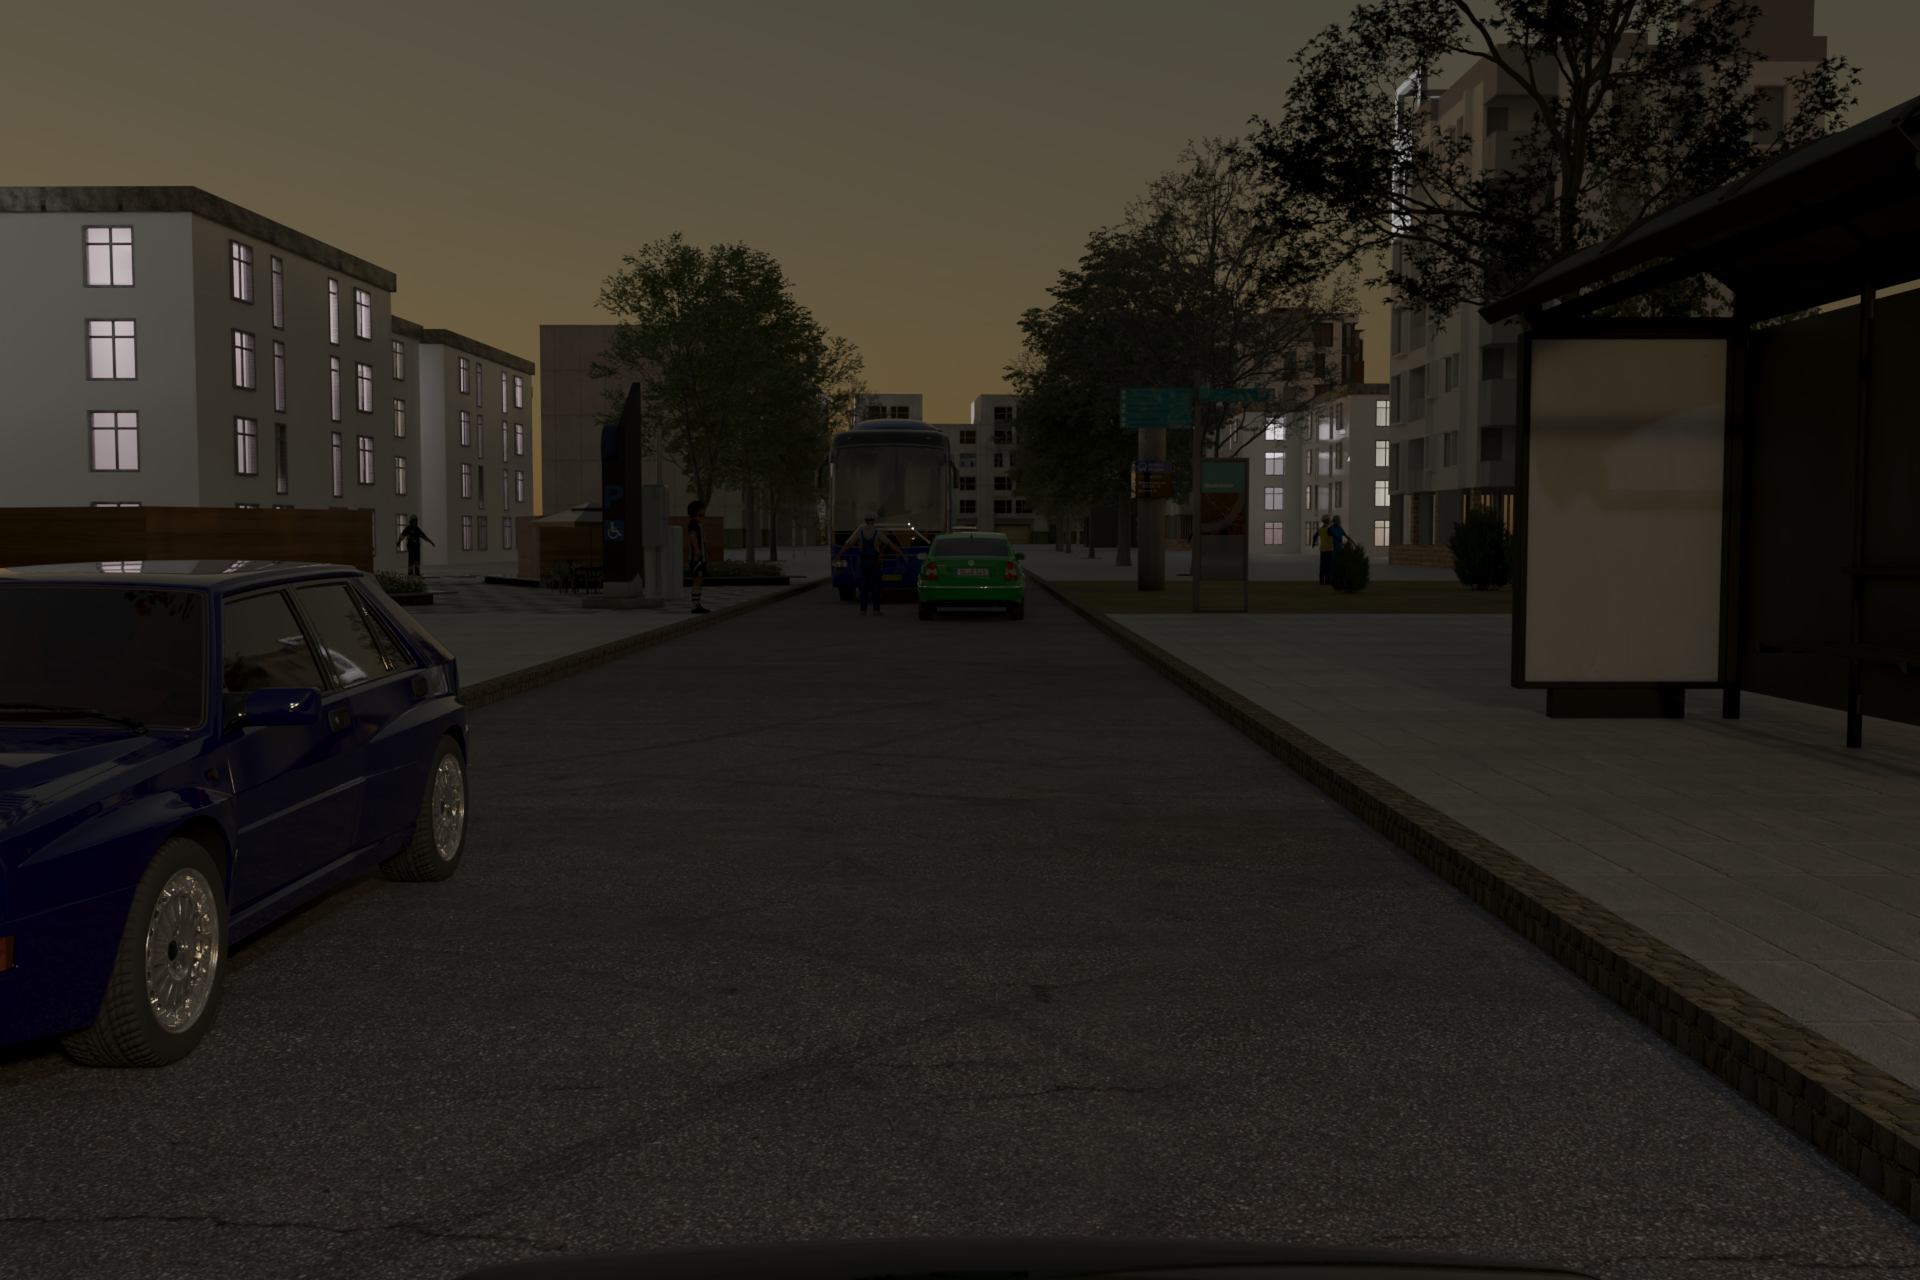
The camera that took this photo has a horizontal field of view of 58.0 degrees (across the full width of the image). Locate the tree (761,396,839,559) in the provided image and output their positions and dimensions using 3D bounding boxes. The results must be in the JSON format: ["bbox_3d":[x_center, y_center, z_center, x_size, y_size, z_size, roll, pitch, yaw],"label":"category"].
[{"bbox_3d":[-8.395,-8.521,89.684,4.737,8.622,4.395,0,3,0],"label":"tree"}]

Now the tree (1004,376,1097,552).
[{"bbox_3d":[7.026,-12.507,122.616,7.486,12.596,7.792,0,3,0],"label":"tree"}]

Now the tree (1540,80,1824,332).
[{"bbox_3d":[11.729,-4.767,28.311,4.737,8.622,4.395,0,3,0],"label":"tree"}]

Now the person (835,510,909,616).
[{"bbox_3d":[-1.574,-1.356,30.490,1.347,1.847,0.705,1,4,10],"label":"person"}]

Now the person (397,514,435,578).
[{"bbox_3d":[-15.937,-2.741,50.602,0.705,1.856,1.354,2,4,32],"label":"person"}]

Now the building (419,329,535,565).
[{"bbox_3d":[-25.358,-8.741,85.060,9.099,9.664,28.070,0,4,1],"label":"building"}]

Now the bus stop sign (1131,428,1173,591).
[{"bbox_3d":[4.342,-3.070,39.218,0.837,3.901,0.837,0,4,-1],"label":"bus stop sign"}]

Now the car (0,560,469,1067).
[{"bbox_3d":[-2.958,0.410,5.876,1.945,1.354,3.894,0,4,0],"label":"car"}]

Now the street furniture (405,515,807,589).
[{"bbox_3d":[-7.607,-2.266,43.898,11.010,1.723,9.812,-2,4,-30],"label":"street furniture"}]

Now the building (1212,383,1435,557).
[{"bbox_3d":[22.433,-10.300,110.551,9.099,9.664,28.070,0,4,0],"label":"building"}]

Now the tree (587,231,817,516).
[{"bbox_3d":[-8.707,-8.137,58.792,9.928,11.665,9.643,0,3,0],"label":"tree"}]

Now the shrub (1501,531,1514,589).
[{"bbox_3d":[11.036,-1.725,32.624,1.690,2.028,1.600,0,3,0],"label":"shrub"}]

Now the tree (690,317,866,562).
[{"bbox_3d":[-8.608,-9.499,81.071,9.928,11.665,9.643,0,3,0],"label":"tree"}]

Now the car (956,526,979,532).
[{"bbox_3d":[0.164,-4.770,86.663,2.281,1.827,5.304,0,4,-1],"label":"car"}]

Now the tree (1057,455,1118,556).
[{"bbox_3d":[6.622,-9.176,100.390,4.360,8.622,3.978,0,3,0],"label":"tree"}]

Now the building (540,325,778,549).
[{"bbox_3d":[-27.116,-18.092,162.260,16.747,18.905,31.486,0,4,0],"label":"building"}]

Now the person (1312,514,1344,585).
[{"bbox_3d":[9.233,-2.260,43.413,0.721,1.772,1.216,-2,4,-30],"label":"person"}]

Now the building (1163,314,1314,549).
[{"bbox_3d":[23.270,-18.353,156.487,16.016,20.090,11.380,0,4,0],"label":"building"}]

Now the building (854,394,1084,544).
[{"bbox_3d":[2.058,-21.813,225.560,31.486,18.905,16.747,0,4,-4],"label":"building"}]

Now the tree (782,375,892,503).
[{"bbox_3d":[-8.445,-13.599,132.716,12.009,13.543,11.850,0,3,0],"label":"tree"}]

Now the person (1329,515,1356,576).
[{"bbox_3d":[10.590,-2.602,48.667,1.347,1.817,0.704,-2,4,-32],"label":"person"}]

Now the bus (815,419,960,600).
[{"bbox_3d":[-1.408,-3.005,40.685,2.896,3.916,12.251,0,4,0],"label":"bus"}]

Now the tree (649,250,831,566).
[{"bbox_3d":[-8.873,-9.271,69.705,7.486,12.596,7.792,0,3,0],"label":"tree"}]

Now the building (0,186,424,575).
[{"bbox_3d":[-22.694,-6.966,56.046,9.099,9.664,28.070,0,4,1],"label":"building"}]

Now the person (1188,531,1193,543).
[{"bbox_3d":[9.223,-3.707,66.542,0.705,1.837,1.347,-3,5,-42],"label":"person"}]

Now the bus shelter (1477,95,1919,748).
[{"bbox_3d":[4.635,-0.953,9.506,2.014,3.302,5.546,0,4,0],"label":"bus shelter"}]

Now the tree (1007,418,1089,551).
[{"bbox_3d":[7.420,-13.046,131.431,7.486,12.596,7.792,0,3,0],"label":"tree"}]

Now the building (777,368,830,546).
[{"bbox_3d":[-24.260,-21.923,189.376,19.493,23.208,18.063,0,4,0],"label":"building"}]

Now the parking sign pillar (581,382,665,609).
[{"bbox_3d":[-5.888,-2.552,30.190,1.447,3.967,1.447,0,4,2],"label":"parking sign pillar"}]

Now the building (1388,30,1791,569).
[{"bbox_3d":[23.137,-13.149,71.410,16.016,20.090,11.380,0,4,0],"label":"building"}]

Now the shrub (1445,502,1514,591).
[{"bbox_3d":[11.956,-2.146,39.500,1.690,2.028,1.600,0,3,0],"label":"shrub"}]

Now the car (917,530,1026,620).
[{"bbox_3d":[0.201,-1.314,30.286,1.959,1.807,4.718,0,4,0],"label":"car"}]

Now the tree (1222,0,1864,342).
[{"bbox_3d":[6.266,-5.186,19.210,7.601,10.594,8.767,-2,4,-26],"label":"tree"}]

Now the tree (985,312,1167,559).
[{"bbox_3d":[6.923,-10.983,89.939,12.009,13.543,11.850,0,3,0],"label":"tree"}]

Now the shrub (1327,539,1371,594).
[{"bbox_3d":[8.406,-1.606,37.383,1.383,1.207,1.383,0,3,0],"label":"shrub"}]

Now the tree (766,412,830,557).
[{"bbox_3d":[-8.555,-8.967,96.973,4.360,8.622,3.978,0,3,0],"label":"tree"}]

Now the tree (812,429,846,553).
[{"bbox_3d":[-8.600,-10.015,114.107,4.737,8.622,4.395,0,3,0],"label":"tree"}]

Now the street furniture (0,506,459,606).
[{"bbox_3d":[-13.716,-1.358,29.053,11.010,1.723,9.812,2,4,24],"label":"street furniture"}]

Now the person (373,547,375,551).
[{"bbox_3d":[-13.503,-1.944,38.014,1.346,1.802,0.704,0,4,-1],"label":"person"}]

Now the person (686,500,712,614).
[{"bbox_3d":[-4.220,-1.341,28.064,0.704,1.843,1.345,0,4,-1],"label":"person"}]

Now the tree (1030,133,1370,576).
[{"bbox_3d":[7.385,-8.708,52.745,12.009,13.543,11.850,0,3,0],"label":"tree"}]

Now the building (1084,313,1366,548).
[{"bbox_3d":[26.423,-20.353,176.739,27.936,21.610,32.646,0,4,0],"label":"building"}]

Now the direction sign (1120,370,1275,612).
[{"bbox_3d":[3.881,-2.386,27.768,2.525,3.948,1.411,0,4,-1],"label":"direction sign"}]

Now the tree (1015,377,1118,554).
[{"bbox_3d":[7.406,-11.929,113.166,7.486,12.596,7.792,0,3,0],"label":"tree"}]

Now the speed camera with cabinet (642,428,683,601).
[{"bbox_3d":[-5.769,-2.367,33.033,0.660,3.252,2.038,0,4,2],"label":"speed camera with cabinet"}]

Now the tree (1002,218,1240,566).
[{"bbox_3d":[6.476,-9.941,69.194,9.857,13.997,8.962,0,3,0],"label":"tree"}]
